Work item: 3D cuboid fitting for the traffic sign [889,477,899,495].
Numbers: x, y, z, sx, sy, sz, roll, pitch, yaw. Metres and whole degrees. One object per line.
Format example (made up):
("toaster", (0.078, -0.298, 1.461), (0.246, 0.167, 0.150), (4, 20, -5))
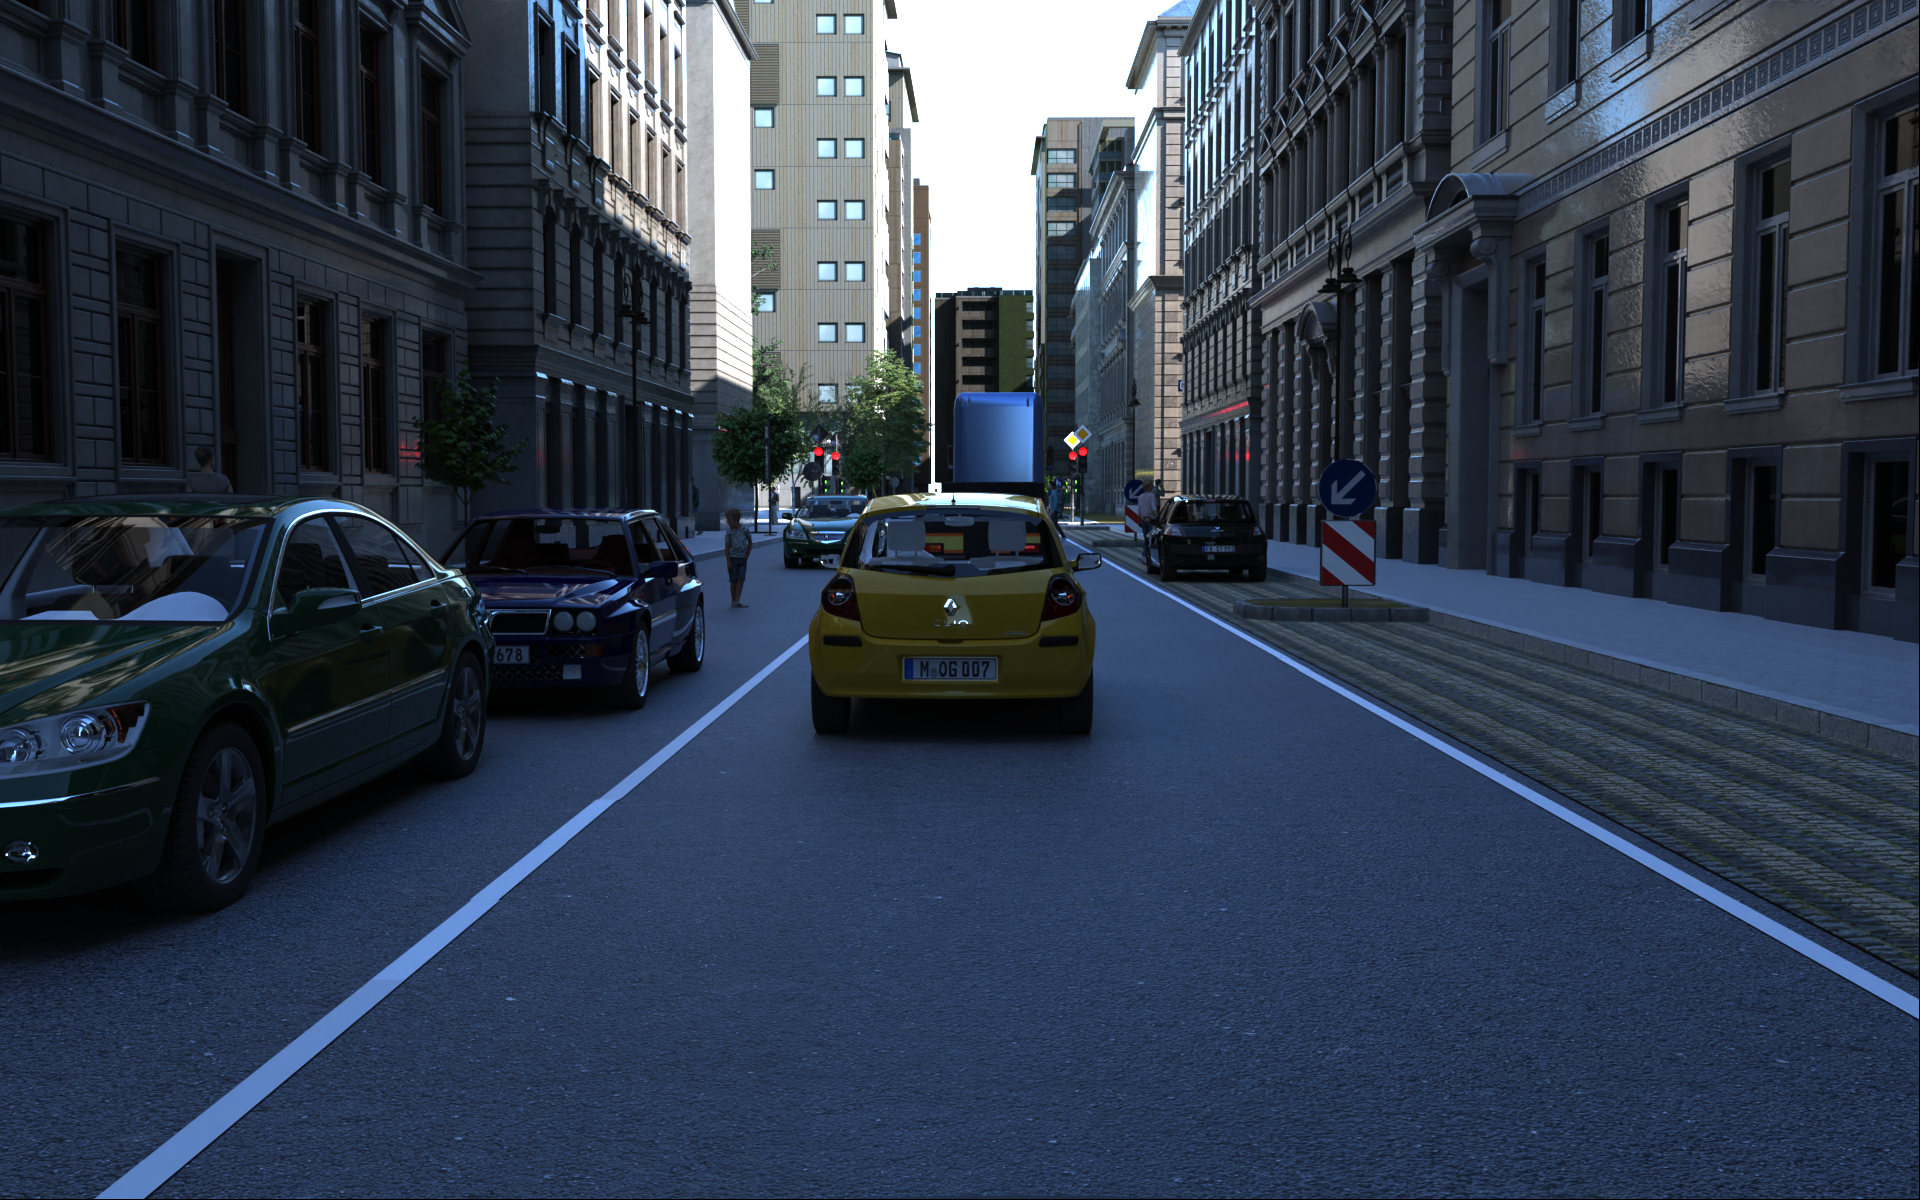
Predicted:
("traffic sign", (-4.926, -7.932, 129.798), (0.768, 2.556, 0.104), (0, 4, 3))

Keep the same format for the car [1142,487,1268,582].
("car", (4.161, -1.213, 29.618), (2.009, 1.686, 4.222), (0, 4, 1))

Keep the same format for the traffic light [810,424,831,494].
("traffic light", (-5.652, -4.950, 69.853), (0.839, 4.253, 0.868), (0, 4, 1))

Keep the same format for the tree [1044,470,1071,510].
("tree", (8.061, -8.923, 140.497), (1.663, 3.219, 1.824), (0, 3, 0))

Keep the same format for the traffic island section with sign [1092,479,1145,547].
("traffic island section with sign", (4.623, -2.359, 47.189), (1.989, 1.847, 2.006), (0, 4, 1))

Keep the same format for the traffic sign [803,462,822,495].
("traffic sign", (-5.802, -4.166, 68.214), (0.768, 2.556, 0.104), (0, 4, 3))

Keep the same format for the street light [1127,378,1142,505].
("street light", (6.951, -5.900, 69.258), (0.468, 5.910, 1.993), (0, 4, 1))

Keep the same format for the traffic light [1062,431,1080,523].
("traffic light", (5.021, -5.430, 77.704), (0.839, 4.253, 0.868), (0, 4, 1))

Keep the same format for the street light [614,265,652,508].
("street light", (-6.605, -3.815, 35.170), (0.468, 5.910, 1.993), (0, 4, 1))

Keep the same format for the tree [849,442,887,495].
("tree", (-6.093, -7.622, 108.337), (4.285, 4.588, 4.351), (0, 3, 0))

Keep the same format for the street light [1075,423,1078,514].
("street light", (7.569, -8.557, 112.699), (0.468, 5.910, 1.993), (0, 4, 1))

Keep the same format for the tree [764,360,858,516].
("tree", (-8.941, -8.860, 95.220), (4.737, 8.622, 4.395), (0, 3, 0))

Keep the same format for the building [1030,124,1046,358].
("building", (24.251, -40.448, 250.570), (27.495, 52.752, 28.713), (0, 4, 1))

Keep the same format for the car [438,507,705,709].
("car", (-2.963, -0.010, 12.751), (1.945, 1.354, 3.894), (0, 4, 0))

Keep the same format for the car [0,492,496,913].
("car", (-3.413, 0.266, 7.449), (2.131, 1.459, 4.920), (0, 4, 1))

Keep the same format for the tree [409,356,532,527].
("tree", (-6.848, -1.824, 24.420), (1.663, 3.219, 1.824), (0, 3, 0))

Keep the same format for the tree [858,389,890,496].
("tree", (-6.672, -10.428, 120.854), (4.737, 8.622, 4.395), (0, 3, 0))

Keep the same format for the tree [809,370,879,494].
("tree", (-6.791, -9.205, 100.863), (4.360, 8.622, 3.978), (0, 3, 0))

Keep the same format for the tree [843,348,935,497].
("tree", (-5.569, -13.262, 134.965), (7.486, 12.596, 7.792), (0, 3, 0))

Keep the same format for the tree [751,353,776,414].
("tree", (-14.890, -10.257, 102.116), (8.767, 10.594, 7.601), (0, 4, 7))

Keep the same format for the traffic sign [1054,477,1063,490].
("traffic sign", (7.494, -8.063, 131.943), (0.768, 2.556, 0.104), (0, 4, 4))

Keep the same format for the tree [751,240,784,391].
("tree", (-17.636, -15.707, 112.694), (12.611, 20.169, 13.585), (0, 3, 0))

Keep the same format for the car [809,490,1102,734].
("car", (-0.011, -0.096, 11.786), (2.015, 1.641, 3.980), (0, 4, 1))

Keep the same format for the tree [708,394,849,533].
("tree", (-6.759, -4.475, 56.878), (4.285, 4.588, 4.351), (0, 3, 0))

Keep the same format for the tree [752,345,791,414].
("tree", (-18.848, -14.673, 146.561), (9.857, 13.997, 8.962), (0, 3, 0))

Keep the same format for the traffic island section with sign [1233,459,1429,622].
("traffic island section with sign", (4.256, -0.710, 20.237), (1.989, 1.847, 2.006), (0, 4, 1))

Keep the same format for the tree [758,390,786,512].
("tree", (-14.421, -10.593, 123.551), (4.360, 8.622, 3.978), (0, 3, 0))

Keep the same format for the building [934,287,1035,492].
("building", (3.359, -28.943, 244.923), (14.107, 30.474, 14.160), (0, 4, 1))

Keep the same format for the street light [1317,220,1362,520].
("street light", (6.451, -3.474, 29.585), (0.468, 5.910, 1.993), (0, 4, 1))

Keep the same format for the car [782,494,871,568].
("car", (-2.482, -1.430, 35.178), (2.131, 1.459, 4.920), (0, 4, 1))

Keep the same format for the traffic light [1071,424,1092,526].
("traffic light", (4.909, -4.942, 69.720), (0.839, 4.253, 0.868), (0, 4, 1))

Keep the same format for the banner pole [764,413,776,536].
("banner pole", (-5.966, -3.902, 53.806), (0.401, 3.779, 0.863), (-1, 4, -20))

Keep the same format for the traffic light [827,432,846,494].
("traffic light", (-5.539, -5.438, 77.837), (0.839, 4.253, 0.868), (0, 4, 1))

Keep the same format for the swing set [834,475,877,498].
("swing set", (-7.707, -7.975, 128.007), (2.862, 2.851, 3.119), (3, 4, 37))

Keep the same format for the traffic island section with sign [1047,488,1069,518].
("traffic island section with sign", (5.404, -5.736, 102.414), (1.989, 1.847, 2.006), (0, 4, 1))
